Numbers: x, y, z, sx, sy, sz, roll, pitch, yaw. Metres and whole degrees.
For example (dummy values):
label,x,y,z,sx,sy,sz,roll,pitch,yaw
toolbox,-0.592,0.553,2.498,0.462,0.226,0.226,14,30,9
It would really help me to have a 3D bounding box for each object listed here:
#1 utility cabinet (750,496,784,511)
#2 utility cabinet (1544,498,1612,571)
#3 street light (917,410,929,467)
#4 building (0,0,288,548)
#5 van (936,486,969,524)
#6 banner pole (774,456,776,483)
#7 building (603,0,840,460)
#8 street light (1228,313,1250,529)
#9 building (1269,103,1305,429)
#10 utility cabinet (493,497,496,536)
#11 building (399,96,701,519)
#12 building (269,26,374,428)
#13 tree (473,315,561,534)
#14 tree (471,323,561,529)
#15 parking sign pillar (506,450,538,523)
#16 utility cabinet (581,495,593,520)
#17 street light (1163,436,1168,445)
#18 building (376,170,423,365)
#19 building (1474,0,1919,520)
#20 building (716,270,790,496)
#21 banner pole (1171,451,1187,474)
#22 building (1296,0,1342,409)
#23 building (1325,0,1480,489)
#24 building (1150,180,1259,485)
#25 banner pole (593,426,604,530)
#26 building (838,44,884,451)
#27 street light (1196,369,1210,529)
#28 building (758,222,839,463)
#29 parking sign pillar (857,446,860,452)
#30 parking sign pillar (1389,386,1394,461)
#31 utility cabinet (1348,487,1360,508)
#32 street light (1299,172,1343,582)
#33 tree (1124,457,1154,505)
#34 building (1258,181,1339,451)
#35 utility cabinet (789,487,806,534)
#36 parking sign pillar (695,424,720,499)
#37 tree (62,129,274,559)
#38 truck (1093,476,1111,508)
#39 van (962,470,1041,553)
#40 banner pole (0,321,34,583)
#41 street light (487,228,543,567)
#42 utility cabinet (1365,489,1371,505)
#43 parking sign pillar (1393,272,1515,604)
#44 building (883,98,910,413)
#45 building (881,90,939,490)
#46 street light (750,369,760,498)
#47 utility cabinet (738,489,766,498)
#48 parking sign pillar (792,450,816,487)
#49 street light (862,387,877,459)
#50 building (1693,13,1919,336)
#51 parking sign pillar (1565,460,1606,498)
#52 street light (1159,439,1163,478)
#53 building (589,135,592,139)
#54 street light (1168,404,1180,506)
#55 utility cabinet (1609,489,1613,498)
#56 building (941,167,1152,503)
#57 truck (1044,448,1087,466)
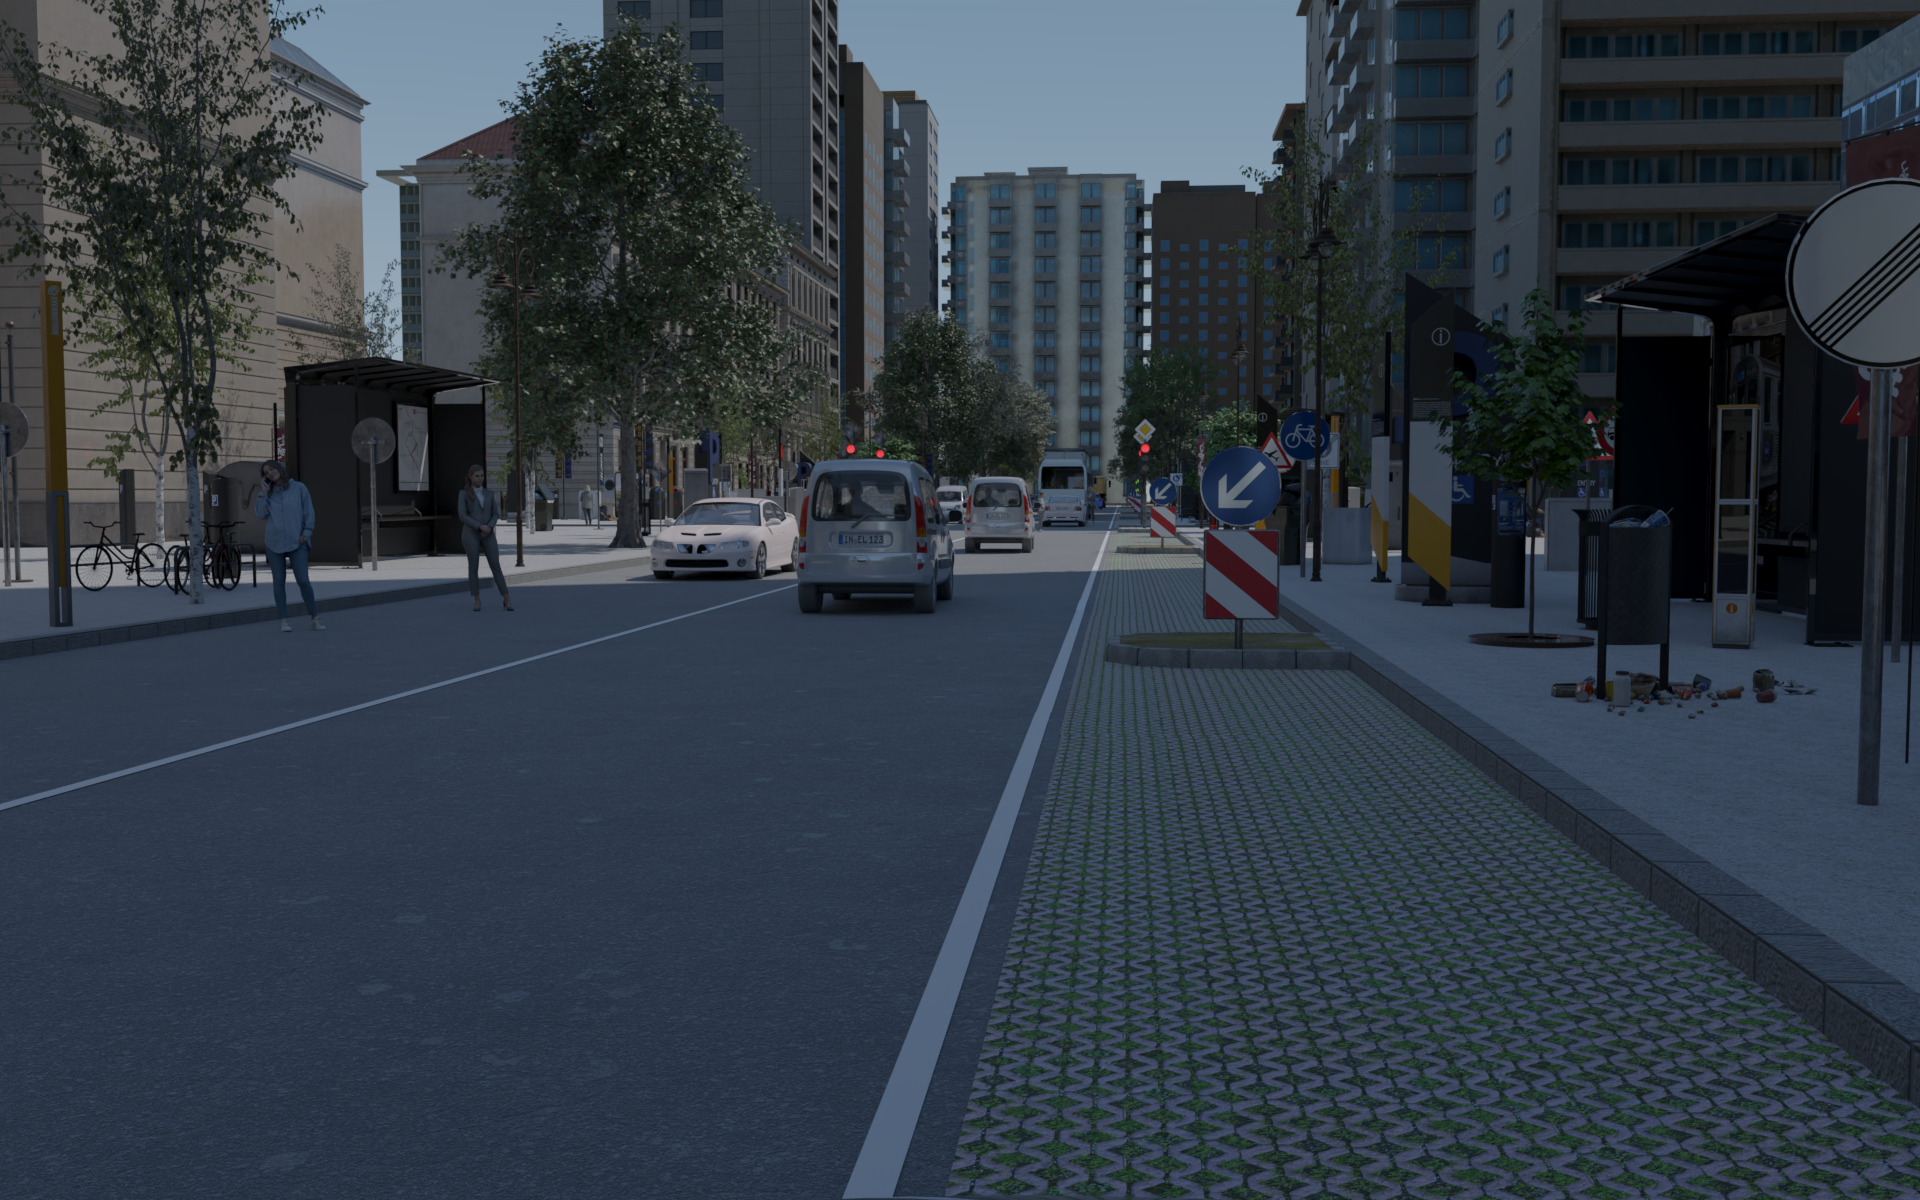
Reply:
label,x,y,z,sx,sy,sz,roll,pitch,yaw
utility cabinet,-5.990,-2.608,53.803,1.020,1.237,0.306,-1,4,-21
utility cabinet,10.289,-1.082,28.858,1.020,1.237,0.306,0,4,7
street light,-1.985,-7.346,92.900,0.468,5.910,1.993,0,4,5
building,-33.222,-15.310,47.575,25.104,27.353,12.463,0,4,5
van,-0.491,-4.731,84.366,2.013,2.044,4.112,0,4,7
banner pole,-12.108,-7.541,113.313,0.401,3.779,0.863,0,4,-4
building,-19.828,-44.126,159.712,20.563,71.187,20.611,0,4,5
street light,7.108,-4.373,44.286,0.468,5.910,1.993,0,4,5
building,45.948,-32.833,191.437,22.147,44.769,28.867,0,4,5
utility cabinet,-13.972,-2.468,51.517,0.306,1.237,1.020,-1,4,-18
building,-21.982,-16.084,99.134,11.583,22.565,21.152,0,4,5
building,-45.563,-19.061,97.558,20.117,28.700,13.634,0,4,5
tree,-13.663,-6.421,55.353,4.737,8.622,4.395,0,3,0
tree,-15.820,-6.958,64.131,4.360,8.622,3.978,0,3,0
parking sign pillar,-19.573,-5.444,77.477,1.447,3.967,1.447,0,4,-7
utility cabinet,-18.425,-4.543,85.440,0.306,1.237,1.020,-2,4,-29
street light,13.111,-8.282,108.199,0.468,5.910,1.993,0,4,5
building,-49.035,-31.053,199.600,23.993,40.220,32.217,0,4,5
building,39.384,-28.685,92.699,21.600,48.544,21.300,0,4,5
building,-18.740,-15.609,119.829,10.561,19.102,19.286,0,4,5
banner pole,12.818,-6.746,100.309,0.863,3.779,0.401,0,4,2
building,47.089,-35.039,162.119,28.713,52.752,27.495,0,4,5
building,37.469,-30.569,119.416,23.786,49.044,30.456,0,4,5
building,34.720,-36.667,249.620,14.200,45.320,14.600,0,4,5
banner pole,-13.059,-4.456,62.873,0.401,3.779,0.863,0,4,7
building,-15.621,-32.260,177.558,14.600,45.320,14.200,0,4,5
street light,8.945,-5.574,63.918,0.468,5.910,1.993,0,4,5
building,-16.783,-18.978,139.175,11.050,23.489,19.941,0,4,5
parking sign pillar,-5.891,-6.482,94.458,1.447,3.967,1.447,2,4,29
parking sign pillar,11.269,-3.362,43.446,1.447,3.967,1.447,-3,5,-40
utility cabinet,12.063,-2.800,54.453,1.173,1.500,0.318,-2,4,-35
street light,5.233,-3.210,25.272,0.468,5.910,1.993,0,4,5
tree,23.085,-16.852,209.937,7.601,10.594,8.767,0,4,-3
building,49.287,-36.681,249.843,14.200,45.320,14.600,0,4,5
utility cabinet,-5.236,-2.855,55.362,0.318,1.500,1.173,-1,4,-15
parking sign pillar,-7.803,-3.978,53.506,1.447,3.967,1.447,0,4,8
tree,-15.834,-5.132,34.267,4.737,8.622,4.395,0,3,0
truck,14.222,-11.488,183.754,3.469,3.379,9.791,0,4,6
van,1.024,-2.237,43.594,2.013,2.044,4.112,0,4,4
banner pole,-13.820,-2.135,24.920,0.401,3.779,0.863,2,4,24
street light,-7.770,-3.524,30.409,0.468,5.910,1.993,0,4,5
utility cabinet,19.018,-4.411,80.792,0.318,1.500,1.173,-1,4,-17
parking sign pillar,5.999,-1.980,20.845,1.447,3.967,1.447,1,4,14
building,-21.488,-35.528,200.484,30.456,49.044,23.786,0,4,5
building,-17.482,-43.730,256.987,28.212,58.520,21.231,0,4,5
street light,-5.974,-4.704,49.692,0.468,5.910,1.993,0,4,5
utility cabinet,-8.943,-4.018,74.378,1.173,1.500,0.318,-1,4,-17
parking sign pillar,-9.308,-7.151,105.386,1.447,3.967,1.447,2,4,35
street light,-3.836,-6.185,73.912,0.468,5.910,1.993,0,4,5
building,30.575,-43.913,30.652,22.319,86.520,31.000,0,4,5
parking sign pillar,22.010,-4.433,60.956,1.447,3.967,1.447,-3,5,-39
street light,14.887,-9.487,127.896,0.468,5.910,1.993,0,4,5
building,-45.492,-43.943,260.462,28.212,58.520,21.231,0,4,5
street light,11.011,-7.080,88.553,0.468,5.910,1.993,0,4,5
utility cabinet,30.934,-4.461,81.622,0.318,1.500,1.173,3,5,39
building,12.914,-38.931,256.125,30.456,49.044,23.786,0,4,5
truck,6.872,-7.477,111.158,2.839,4.237,11.283,0,4,5
